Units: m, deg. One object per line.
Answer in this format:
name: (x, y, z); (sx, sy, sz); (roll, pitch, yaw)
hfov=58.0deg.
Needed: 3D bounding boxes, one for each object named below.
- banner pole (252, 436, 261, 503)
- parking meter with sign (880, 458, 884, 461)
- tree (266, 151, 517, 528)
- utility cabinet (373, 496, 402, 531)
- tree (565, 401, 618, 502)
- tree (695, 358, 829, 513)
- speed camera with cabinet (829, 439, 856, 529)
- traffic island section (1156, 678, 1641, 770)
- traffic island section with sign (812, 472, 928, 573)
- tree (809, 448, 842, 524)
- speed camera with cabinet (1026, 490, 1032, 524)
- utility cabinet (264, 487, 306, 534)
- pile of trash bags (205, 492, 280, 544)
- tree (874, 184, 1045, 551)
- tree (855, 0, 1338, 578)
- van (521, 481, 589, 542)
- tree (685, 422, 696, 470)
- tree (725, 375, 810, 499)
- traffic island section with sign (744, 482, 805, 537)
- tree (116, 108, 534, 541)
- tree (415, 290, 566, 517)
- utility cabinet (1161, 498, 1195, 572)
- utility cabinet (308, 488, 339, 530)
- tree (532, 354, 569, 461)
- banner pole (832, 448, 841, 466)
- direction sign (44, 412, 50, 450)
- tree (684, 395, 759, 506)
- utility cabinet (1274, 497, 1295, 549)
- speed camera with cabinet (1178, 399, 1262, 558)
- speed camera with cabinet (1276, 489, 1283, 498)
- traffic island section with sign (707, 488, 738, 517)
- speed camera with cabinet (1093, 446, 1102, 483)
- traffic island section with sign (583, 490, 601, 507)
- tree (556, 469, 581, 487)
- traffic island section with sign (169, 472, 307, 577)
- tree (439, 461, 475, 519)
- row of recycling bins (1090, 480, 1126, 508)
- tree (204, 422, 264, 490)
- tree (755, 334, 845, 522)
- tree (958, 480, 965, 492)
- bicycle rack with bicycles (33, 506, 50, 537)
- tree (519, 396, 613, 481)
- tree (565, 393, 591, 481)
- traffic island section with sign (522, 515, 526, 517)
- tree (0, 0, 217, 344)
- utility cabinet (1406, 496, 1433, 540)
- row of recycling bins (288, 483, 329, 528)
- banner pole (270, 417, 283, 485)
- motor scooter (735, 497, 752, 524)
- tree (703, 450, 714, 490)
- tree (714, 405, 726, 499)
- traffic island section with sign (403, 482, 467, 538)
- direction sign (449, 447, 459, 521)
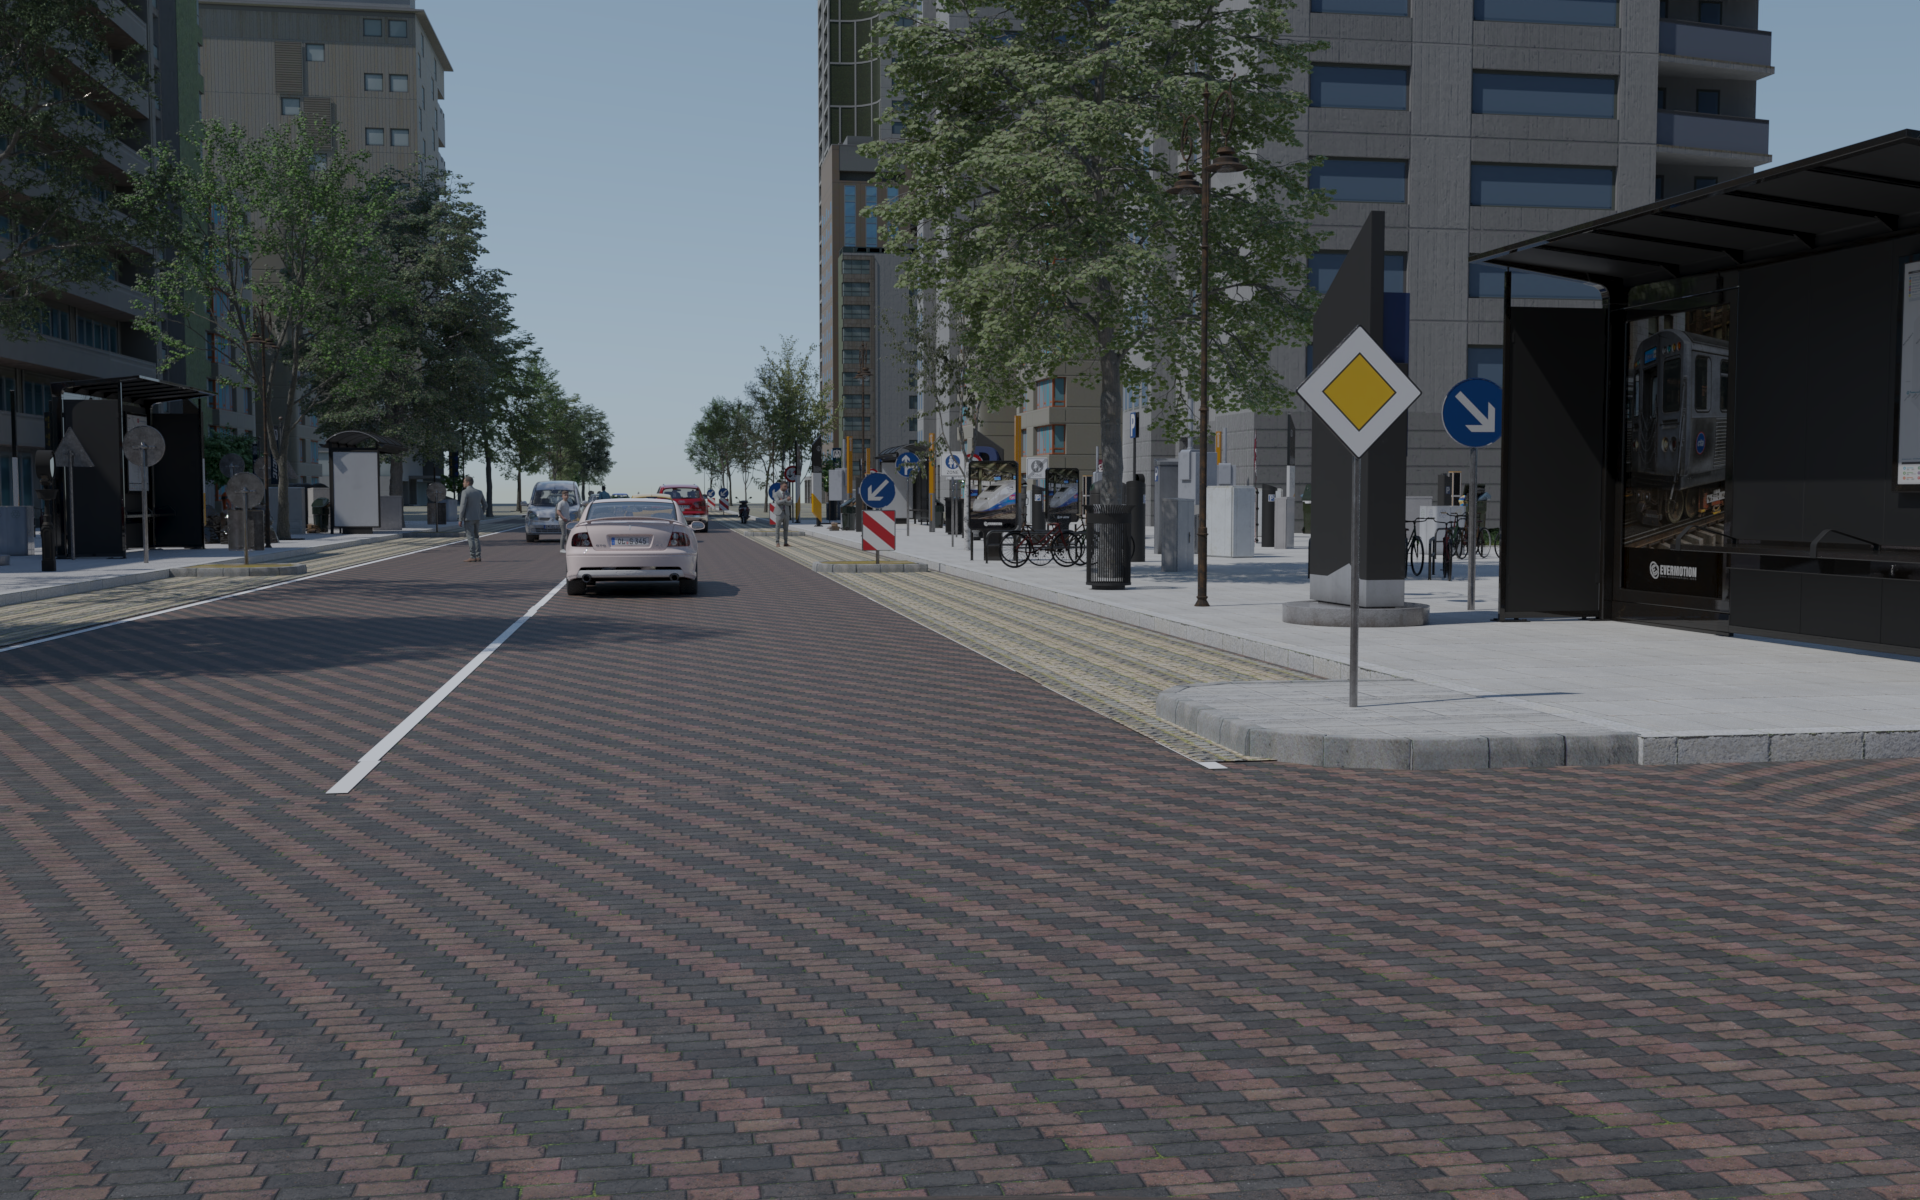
banner pole: (-30.574, -5.221, 75.374); (0.863, 3.779, 0.401); (3, 5, 41)
parking meter with sign: (-3.425, -5.225, 81.682); (0.543, 3.016, 1.738); (-1, 4, -9)
tree: (-21.544, -9.726, 65.673); (9.857, 13.997, 8.962); (0, 3, 0)
utility cabinet: (-20.289, -3.063, 61.248); (1.020, 1.237, 0.306); (-2, 4, -35)
tree: (-51.941, -20.304, 238.629); (9.857, 13.997, 8.962); (0, 3, 0)
tree: (-13.435, -11.320, 119.498); (8.767, 10.594, 7.601); (-1, 4, -11)
speed camera with cabinet: (-4.045, -4.209, 63.159); (0.660, 3.252, 2.038); (2, 4, 25)
traffic island section: (2.389, 0.724, 10.451); (2.009, 0.180, 2.903); (-1, 4, -10)
traffic island section with sign: (-1.727, -1.446, 32.278); (1.989, 1.847, 2.006); (-1, 4, -10)
tree: (-5.668, -4.834, 73.635); (1.663, 3.219, 1.824); (0, 3, 0)
speed camera with cabinet: (2.309, -4.976, 75.685); (2.038, 3.252, 0.660); (2, 4, 27)
utility cabinet: (-21.450, -2.835, 55.028); (1.173, 1.500, 0.318); (0, 4, -1)
pile of trash bags: (-19.494, -2.166, 45.173); (3.447, 1.369, 1.912); (1, 4, 21)
tree: (0.114, -5.443, 39.359); (4.360, 8.622, 3.978); (0, 3, 0)
tree: (1.901, -6.617, 26.321); (7.486, 12.596, 7.792); (0, 3, 0)
van: (-12.393, -2.818, 53.088); (2.013, 2.044, 4.112); (-1, 4, -11)
tree: (-23.446, -14.411, 170.037); (7.601, 10.594, 8.767); (-1, 4, -16)
tree: (-10.950, -9.400, 104.051); (4.360, 8.622, 3.978); (0, 3, 0)
traffic island section with sign: (-6.358, -3.084, 59.057); (1.989, 1.847, 2.006); (-1, 4, -10)
tree: (-18.871, -7.461, 47.747); (9.928, 11.665, 9.643); (0, 3, 0)
tree: (-26.849, -10.932, 96.867); (7.486, 12.596, 7.792); (0, 3, 0)
utility cabinet: (3.651, -1.088, 28.951); (0.306, 1.237, 1.020); (2, 4, 23)
utility cabinet: (-22.500, -3.219, 61.313); (0.318, 1.500, 1.173); (2, 4, 31)
tree: (-32.263, -12.300, 126.854); (9.928, 11.665, 9.643); (0, 3, 0)
banner pole: (-5.695, -5.648, 82.355); (0.863, 3.779, 0.401); (1, 4, 17)
direction sign: (-24.921, -3.409, 47.741); (0.876, 3.537, 0.379); (2, 4, 31)
tree: (-24.325, -15.689, 182.268); (9.928, 11.665, 9.643); (0, 3, 0)
utility cabinet: (7.640, -1.813, 40.809); (0.306, 1.237, 1.020); (1, 4, 21)
speed camera with cabinet: (5.252, -2.518, 35.502); (0.660, 3.252, 2.038); (-2, 4, -25)
speed camera with cabinet: (8.612, -3.516, 51.816); (2.038, 3.252, 0.660); (0, 4, 8)
traffic island section with sign: (-14.960, -6.119, 108.673); (1.989, 1.847, 2.006); (-1, 4, -10)
speed camera with cabinet: (6.003, -4.698, 71.148); (0.660, 3.252, 2.038); (-1, 4, -11)
traffic island section with sign: (-40.071, -10.998, 188.445); (1.989, 1.847, 2.006); (-1, 4, -10)
tree: (-41.114, -12.057, 180.840); (4.285, 4.588, 4.351); (0, 3, 0)
traffic island section with sign: (-12.748, -1.353, 30.756); (1.989, 1.847, 2.006); (-1, 4, -10)
tree: (-25.825, -5.733, 88.334); (1.663, 3.219, 1.824); (0, 3, 0)
row of recycling bins: (4.343, -2.636, 50.218); (1.069, 1.692, 3.534); (1, 4, 9)
tree: (-33.298, -5.817, 78.822); (4.285, 4.588, 4.351); (0, 3, 0)
tree: (-7.353, -7.883, 79.245); (4.737, 8.622, 4.395); (0, 3, 0)
tree: (0.599, -5.478, 84.166); (1.663, 3.219, 1.824); (0, 3, 0)
bicycle rack with bicycles: (-27.782, -2.262, 50.361); (2.852, 0.926, 2.925); (-2, 4, -25)
tree: (-37.290, -13.683, 158.136); (8.767, 10.594, 7.601); (2, 4, 30)
tree: (-40.604, -15.565, 172.610); (7.486, 12.596, 7.792); (0, 3, 0)
traffic island section with sign: (-25.926, -6.007, 106.840); (1.989, 1.847, 2.006); (-1, 4, -10)
tree: (-14.281, -5.455, 23.597); (8.767, 10.594, 7.601); (0, 4, 3)
utility cabinet: (12.641, -2.274, 48.343); (1.020, 1.237, 0.306); (-1, 4, -11)
row of recycling bins: (-24.890, -3.585, 65.730); (1.069, 1.692, 3.534); (-3, 5, -42)
banner pole: (-21.997, -4.027, 55.863); (0.401, 3.779, 0.863); (1, 4, 12)
motor scooter: (-10.419, -4.327, 83.517); (0.815, 1.314, 1.986); (-1, 4, -11)
tree: (-28.149, -15.415, 202.390); (4.360, 8.622, 3.978); (0, 3, 0)
tree: (-16.207, -11.043, 130.915); (4.360, 8.622, 3.978); (0, 3, 0)
traffic island section with sign: (-17.402, -2.998, 57.642); (1.989, 1.847, 2.006); (-1, 4, -10)
direction sign: (-23.925, -5.497, 81.880); (0.379, 3.537, 0.876); (-3, 5, -44)
